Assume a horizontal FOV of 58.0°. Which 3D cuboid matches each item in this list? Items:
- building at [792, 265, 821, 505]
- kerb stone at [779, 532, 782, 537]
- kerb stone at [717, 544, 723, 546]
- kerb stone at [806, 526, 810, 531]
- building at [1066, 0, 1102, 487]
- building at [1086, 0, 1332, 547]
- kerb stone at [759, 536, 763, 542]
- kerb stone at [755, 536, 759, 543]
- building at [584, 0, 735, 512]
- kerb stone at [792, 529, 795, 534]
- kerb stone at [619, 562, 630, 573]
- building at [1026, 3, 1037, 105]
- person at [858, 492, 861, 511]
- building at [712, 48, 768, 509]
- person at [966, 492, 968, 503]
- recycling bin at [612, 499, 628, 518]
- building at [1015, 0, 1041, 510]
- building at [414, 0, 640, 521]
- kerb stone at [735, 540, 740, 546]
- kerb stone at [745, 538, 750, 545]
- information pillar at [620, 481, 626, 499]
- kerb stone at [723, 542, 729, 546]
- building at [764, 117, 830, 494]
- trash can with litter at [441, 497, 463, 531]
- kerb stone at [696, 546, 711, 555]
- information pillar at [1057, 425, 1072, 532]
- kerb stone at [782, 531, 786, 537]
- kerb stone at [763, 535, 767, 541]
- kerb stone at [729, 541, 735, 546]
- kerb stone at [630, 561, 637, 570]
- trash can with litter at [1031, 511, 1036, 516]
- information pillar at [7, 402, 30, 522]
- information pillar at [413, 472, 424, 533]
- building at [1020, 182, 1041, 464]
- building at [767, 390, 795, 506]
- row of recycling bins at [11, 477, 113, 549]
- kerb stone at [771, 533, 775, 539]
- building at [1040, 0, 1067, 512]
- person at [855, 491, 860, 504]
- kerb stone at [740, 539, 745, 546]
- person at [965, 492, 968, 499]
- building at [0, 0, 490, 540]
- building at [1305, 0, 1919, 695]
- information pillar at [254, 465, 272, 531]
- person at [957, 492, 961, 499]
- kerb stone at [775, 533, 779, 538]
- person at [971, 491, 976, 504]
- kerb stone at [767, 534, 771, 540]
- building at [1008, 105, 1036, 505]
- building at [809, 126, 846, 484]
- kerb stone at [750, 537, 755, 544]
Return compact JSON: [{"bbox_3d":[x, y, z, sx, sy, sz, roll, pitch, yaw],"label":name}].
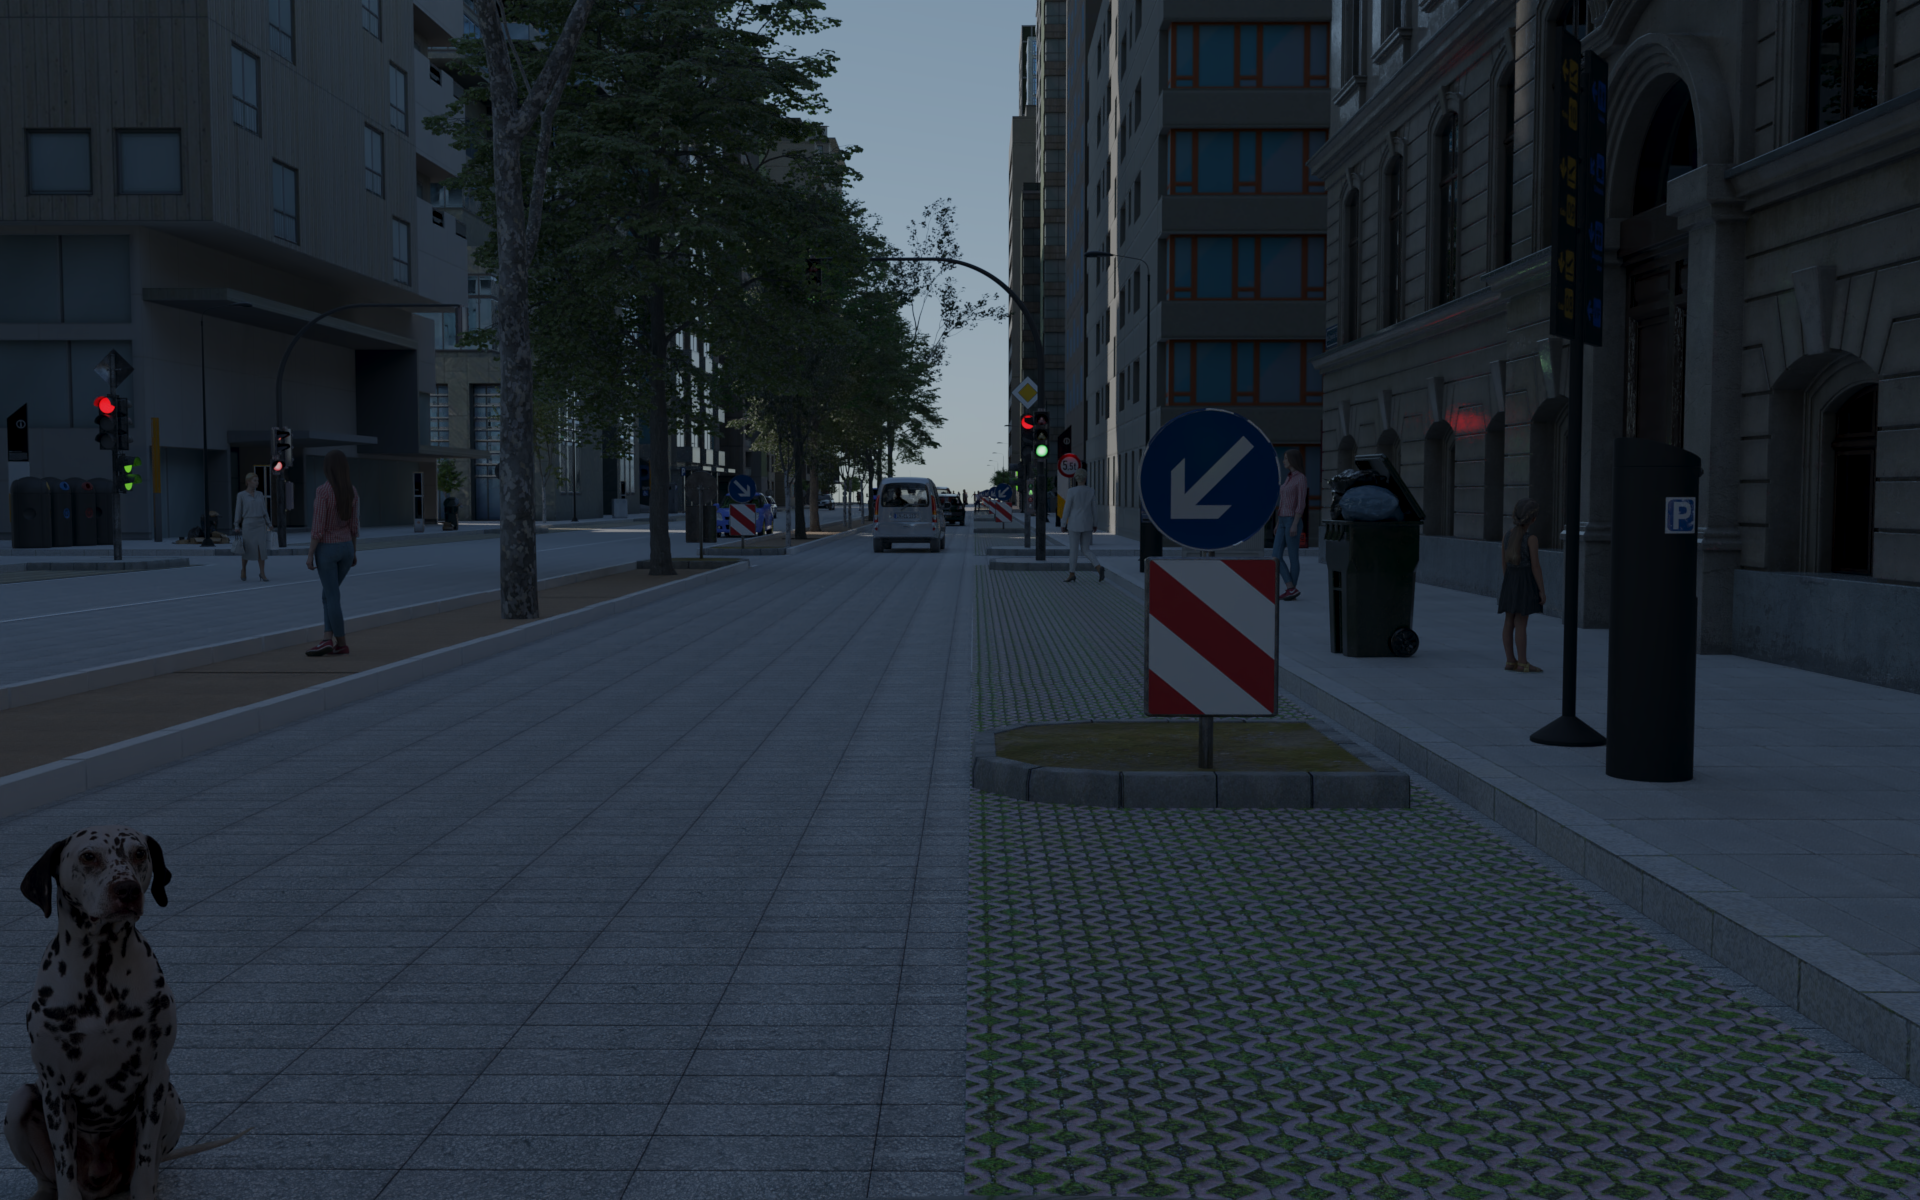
[{"bbox_3d":[-24.448,-26.730,208.732,14.160,30.474,14.107,0,4,0],"label":"building"},{"bbox_3d":[-6.001,-2.101,56.603,0.120,0.150,1.000,0,4,0],"label":"kerb stone"},{"bbox_3d":[-6.107,-1.289,43.270,0.120,0.150,1.000,0,4,0],"label":"kerb stone"},{"bbox_3d":[-5.905,-2.854,68.888,0.120,0.150,1.000,0,4,0],"label":"kerb stone"},{"bbox_3d":[12.084,-26.153,77.718,14.600,45.320,14.200,0,4,0],"label":"building"},{"bbox_3d":[19.378,-12.830,54.811,28.899,21.520,27.650,0,4,0],"label":"building"},{"bbox_3d":[-6.052,-1.791,51.474,0.120,0.150,1.000,0,4,0],"label":"kerb stone"},{"bbox_3d":[-6.055,-1.728,50.452,0.120,0.150,1.000,0,4,0],"label":"kerb stone"},{"bbox_3d":[-30.292,-31.312,131.556,23.786,49.044,30.456,0,4,0],"label":"building"},{"bbox_3d":[-5.971,-2.355,60.700,0.120,0.150,1.000,0,4,0],"label":"kerb stone"},{"bbox_3d":[-6.202,-0.566,31.487,0.120,0.150,1.000,0,4,0],"label":"kerb stone"},{"bbox_3d":[18.064,-56.557,237.371,22.319,86.520,31.000,0,4,0],"label":"building"},{"bbox_3d":[-8.511,-8.407,147.424,0.593,1.643,0.415,3,4,36],"label":"person"},{"bbox_3d":[-25.024,-28.778,154.115,14.154,41.232,14.086,0,4,0],"label":"building"},{"bbox_3d":[1.011,-16.121,272.883,0.445,1.727,0.742,0,4,-2],"label":"person"},{"bbox_3d":[-18.032,-4.845,91.773,0.722,1.027,0.722,-1,4,-20],"label":"recycling bin"},{"bbox_3d":[16.254,-45.330,179.397,20.563,71.187,20.611,0,4,0],"label":"building"},{"bbox_3d":[-30.159,-47.841,94.869,22.319,86.520,31.000,0,4,0],"label":"building"},{"bbox_3d":[-6.084,-1.476,46.342,0.120,0.150,1.000,0,4,0],"label":"kerb stone"},{"bbox_3d":[-6.075,-1.603,48.402,0.120,0.150,1.000,0,4,0],"label":"kerb stone"},{"bbox_3d":[-18.715,-5.616,96.311,0.304,2.012,0.304,0,4,-7],"label":"information pillar"},{"bbox_3d":[-6.105,-1.350,44.297,0.120,0.150,1.000,0,4,0],"label":"kerb stone"},{"bbox_3d":[-28.603,-36.877,226.645,21.300,48.544,21.600,0,4,0],"label":"building"},{"bbox_3d":[-17.849,-3.023,60.817,0.624,1.170,1.055,0,4,-6],"label":"trash can with litter"},{"bbox_3d":[-6.130,-1.160,41.206,0.120,0.150,1.000,0,4,0],"label":"kerb stone"},{"bbox_3d":[3.547,-4.110,58.550,0.504,3.616,0.183,1,4,20],"label":"information pillar"},{"bbox_3d":[-5.992,-2.167,57.624,0.120,0.150,1.000,0,4,0],"label":"kerb stone"},{"bbox_3d":[-6.032,-1.853,52.496,0.120,0.150,1.000,0,4,0],"label":"kerb stone"},{"bbox_3d":[-6.095,-1.413,45.320,0.120,0.150,1.000,0,4,0],"label":"kerb stone"},{"bbox_3d":[-6.197,-0.630,32.512,0.120,0.150,1.000,0,4,0],"label":"kerb stone"},{"bbox_3d":[4.448,-5.384,99.408,1.055,1.170,0.624,3,4,37],"label":"trash can with litter"},{"bbox_3d":[-24.060,-3.239,44.317,0.504,3.616,0.183,-1,4,-16],"label":"information pillar"},{"bbox_3d":[-18.058,-3.260,57.786,0.304,2.012,0.304,-1,4,-11],"label":"information pillar"},{"bbox_3d":[12.643,-23.925,162.883,14.160,30.474,14.107,0,4,0],"label":"building"},{"bbox_3d":[-32.024,-20.256,176.226,27.650,21.520,28.899,0,4,0],"label":"building"},{"bbox_3d":[-21.870,-2.152,42.293,1.069,1.692,3.534,0,4,7],"label":"row of recycling bins"},{"bbox_3d":[-6.016,-1.979,54.547,0.120,0.150,1.000,0,4,0],"label":"kerb stone"},{"bbox_3d":[12.882,-27.128,127.144,14.154,41.232,14.086,0,4,0],"label":"building"},{"bbox_3d":[-14.146,-14.172,239.850,0.705,1.869,1.348,1,4,19],"label":"person"},{"bbox_3d":[-6.078,-1.540,47.372,0.120,0.150,1.000,0,4,0],"label":"kerb stone"},{"bbox_3d":[0.638,-12.837,219.323,0.756,1.711,0.436,1,4,20],"label":"person"},{"bbox_3d":[-33.471,-28.716,58.747,28.713,52.752,27.495,0,4,0],"label":"building"},{"bbox_3d":[11.704,-11.960,14.625,14.460,24.649,34.723,0,4,0],"label":"building"},{"bbox_3d":[-17.737,-2.421,44.077,0.304,2.012,0.304,0,4,3],"label":"information pillar"},{"bbox_3d":[-0.162,-12.325,210.676,0.621,1.740,0.551,2,4,29],"label":"person"},{"bbox_3d":[-6.010,-2.041,55.578,0.120,0.150,1.000,0,4,0],"label":"kerb stone"},{"bbox_3d":[2.085,-14.251,241.437,1.348,1.831,0.705,3,4,36],"label":"person"},{"bbox_3d":[-6.026,-1.916,53.524,0.120,0.150,1.000,0,4,0],"label":"kerb stone"},{"bbox_3d":[16.790,-35.999,212.288,21.300,48.544,21.600,0,4,0],"label":"building"},{"bbox_3d":[-31.243,-40.504,251.470,28.713,52.752,27.495,0,4,0],"label":"building"},{"bbox_3d":[-6.055,-1.663,49.424,0.120,0.150,1.000,0,4,0],"label":"kerb stone"}]
